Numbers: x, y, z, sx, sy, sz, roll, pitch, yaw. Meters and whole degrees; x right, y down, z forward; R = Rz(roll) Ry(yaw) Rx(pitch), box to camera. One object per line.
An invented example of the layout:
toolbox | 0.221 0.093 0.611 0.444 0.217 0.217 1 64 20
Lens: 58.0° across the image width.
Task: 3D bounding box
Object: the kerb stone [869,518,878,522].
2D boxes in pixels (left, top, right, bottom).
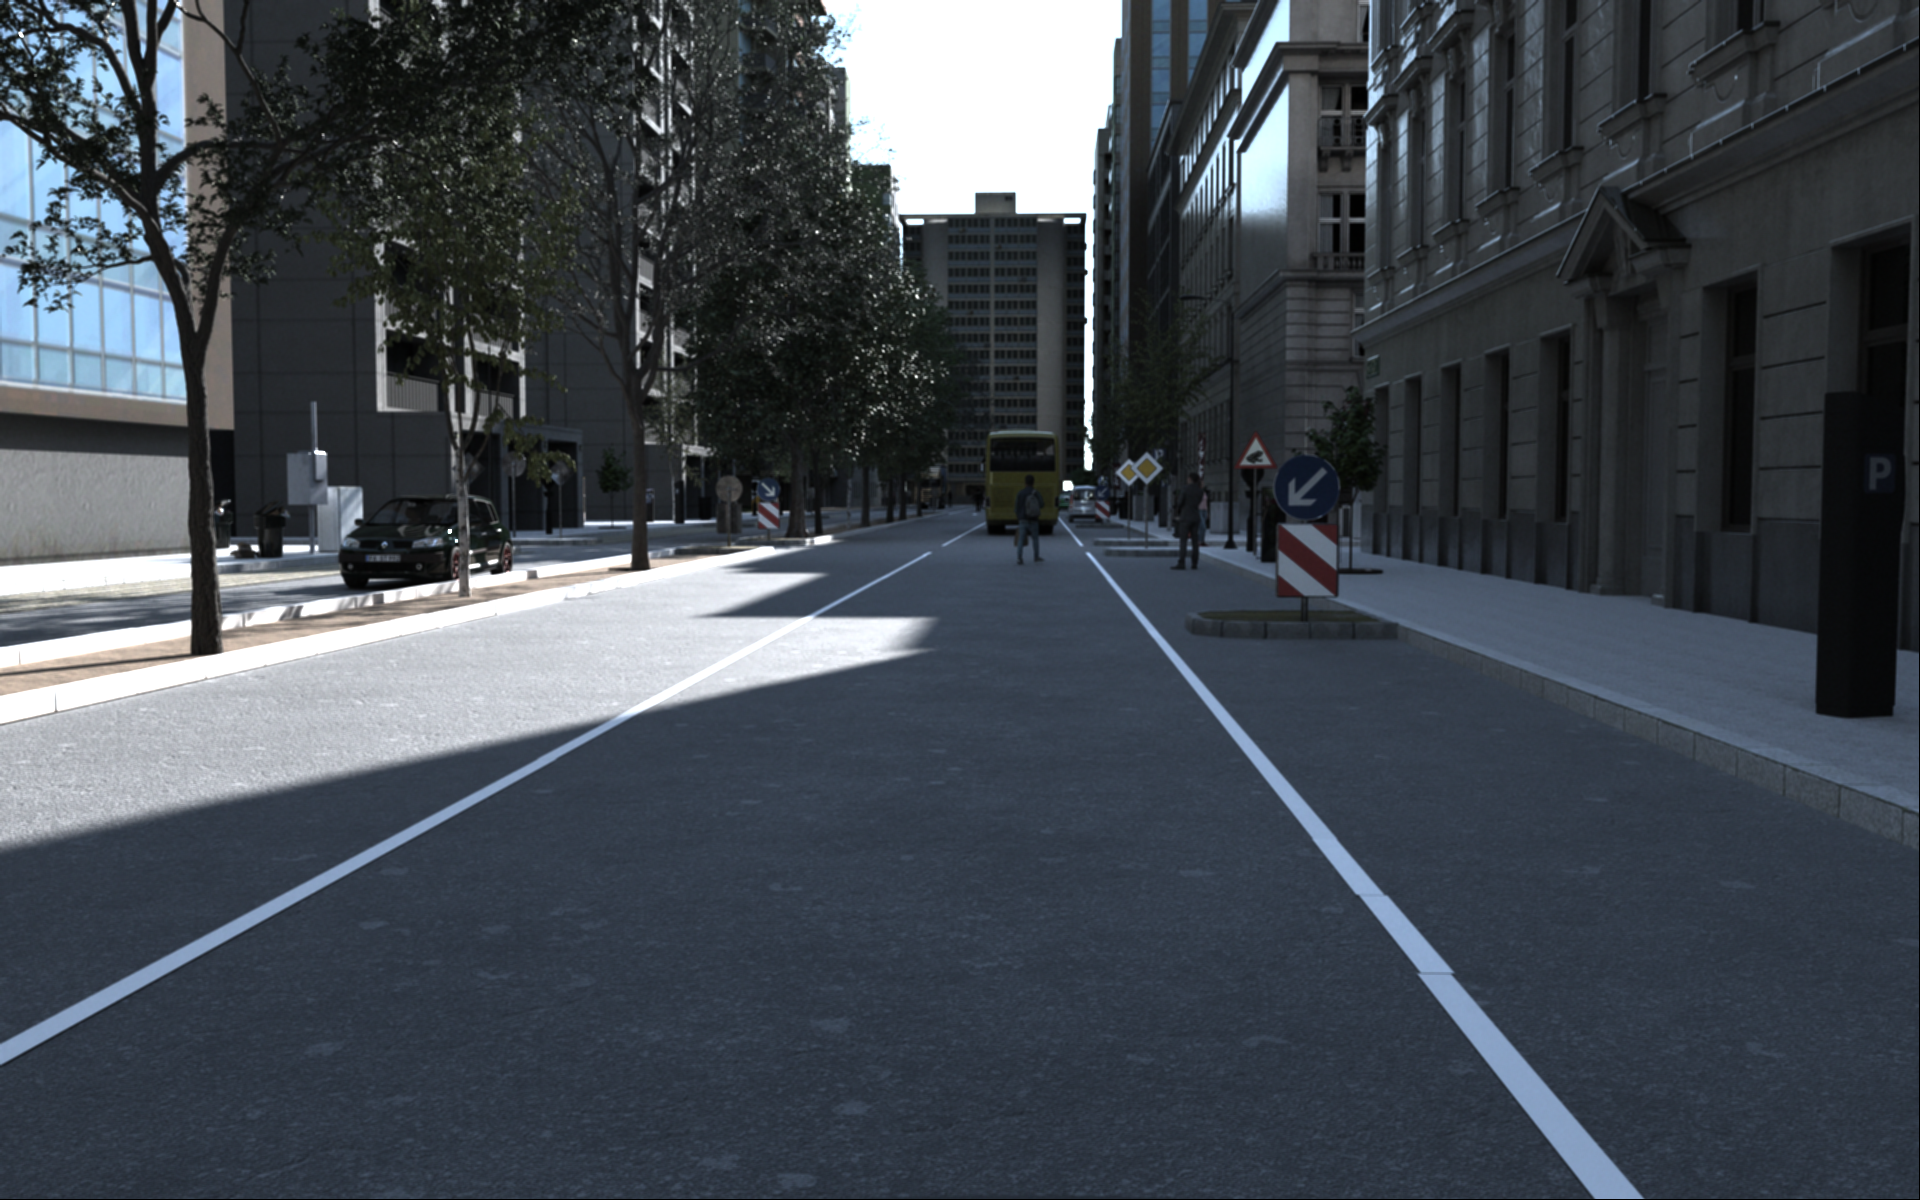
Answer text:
kerb stone | -4.492 -4.163 90.333 0.120 0.150 1.000 0 4 3

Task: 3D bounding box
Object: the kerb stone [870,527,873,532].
kerb stone | -3.505 -2.659 65.670 0.120 0.150 1.000 0 4 3

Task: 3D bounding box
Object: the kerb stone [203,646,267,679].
kerb stone | -5.868 0.508 13.908 0.120 0.150 1.000 0 4 3

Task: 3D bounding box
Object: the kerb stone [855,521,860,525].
kerb stone | -4.908 -3.605 81.136 0.120 0.150 1.000 0 4 3

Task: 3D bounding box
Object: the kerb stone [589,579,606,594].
kerb stone | -5.359 -0.176 25.151 0.120 0.150 1.000 0 4 3

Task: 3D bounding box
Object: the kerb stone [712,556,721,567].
kerb stone | -4.943 -0.746 34.387 0.120 0.150 1.000 0 4 3

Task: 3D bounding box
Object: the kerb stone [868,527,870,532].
kerb stone | -3.556 -2.596 64.647 0.120 0.150 1.000 0 4 3

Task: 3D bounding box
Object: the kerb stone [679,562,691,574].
kerb stone | -5.070 -0.557 31.312 0.120 0.150 1.000 0 4 3

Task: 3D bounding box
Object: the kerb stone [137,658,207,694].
kerb stone | -5.919 0.572 12.887 0.120 0.150 1.000 0 4 3

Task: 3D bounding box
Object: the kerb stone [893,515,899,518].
kerb stone | -3.849 -5.041 104.669 0.120 0.150 1.000 0 4 3

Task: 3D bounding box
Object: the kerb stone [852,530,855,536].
kerb stone | -3.793 -2.282 59.508 0.120 0.150 1.000 0 4 3

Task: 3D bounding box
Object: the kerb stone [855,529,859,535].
kerb stone | -3.747 -2.342 60.534 0.120 0.150 1.000 0 4 3

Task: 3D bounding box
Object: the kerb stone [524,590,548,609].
kerb stone | -5.489 0.007 22.084 0.120 0.150 1.000 0 4 3

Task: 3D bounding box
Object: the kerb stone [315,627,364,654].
kerb stone | -5.773 0.382 15.956 0.120 0.150 1.000 0 4 3

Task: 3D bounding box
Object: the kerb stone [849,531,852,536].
kerb stone | -3.842 -2.219 58.481 0.120 0.150 1.000 0 4 3

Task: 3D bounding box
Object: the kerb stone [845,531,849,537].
kerb stone | -3.882 -2.154 57.455 0.120 0.150 1.000 0 4 3

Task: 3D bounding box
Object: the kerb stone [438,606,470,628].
kerb stone | -5.637 0.200 19.022 0.120 0.150 1.000 0 4 3

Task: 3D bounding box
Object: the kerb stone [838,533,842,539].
kerb stone | -3.980 -2.032 55.413 0.120 0.150 1.000 0 4 3

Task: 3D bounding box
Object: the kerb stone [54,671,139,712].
kerb stone | -5.962 0.632 11.866 0.120 0.150 1.000 0 4 3

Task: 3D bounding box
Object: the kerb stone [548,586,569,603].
kerb stone | -5.442 -0.056 23.105 0.120 0.150 1.000 0 4 3

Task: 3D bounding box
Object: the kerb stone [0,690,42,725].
kerb stone | -6.014 0.694 10.845 0.120 0.150 1.000 0 4 3

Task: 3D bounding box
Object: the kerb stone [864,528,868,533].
kerb stone | -3.600 -2.534 63.625 0.120 0.150 1.000 0 4 3

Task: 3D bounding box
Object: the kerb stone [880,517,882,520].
kerb stone | -4.397 -4.291 92.383 0.120 0.150 1.000 0 4 3

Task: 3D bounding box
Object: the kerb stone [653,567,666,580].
kerb stone | -5.172 -0.432 29.252 0.120 0.150 1.000 0 4 3

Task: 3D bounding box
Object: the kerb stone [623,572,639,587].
kerb stone | -5.252 -0.306 27.195 0.120 0.150 1.000 0 4 3

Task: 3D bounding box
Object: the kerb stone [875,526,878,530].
kerb stone | -3.414 -2.781 67.720 0.120 0.150 1.000 0 4 3

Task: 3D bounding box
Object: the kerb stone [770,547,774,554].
kerb stone | -4.609 -1.184 41.553 0.120 0.150 1.000 0 4 3

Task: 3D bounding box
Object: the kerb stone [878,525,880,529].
kerb stone | -3.380 -2.847 68.741 0.120 0.150 1.000 0 4 3

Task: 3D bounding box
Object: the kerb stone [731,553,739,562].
kerb stone | -4.839 -0.869 36.435 0.120 0.150 1.000 0 4 3

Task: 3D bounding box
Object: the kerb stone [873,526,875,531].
kerb stone | -3.466 -2.722 66.693 0.120 0.150 1.000 0 4 3

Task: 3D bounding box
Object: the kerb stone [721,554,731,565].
kerb stone | -4.886 -0.808 35.409 0.120 0.150 1.000 0 4 3

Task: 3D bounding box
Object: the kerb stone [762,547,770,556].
kerb stone | -4.653 -1.121 40.532 0.120 0.150 1.000 0 4 3

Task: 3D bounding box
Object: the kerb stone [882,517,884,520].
kerb stone | -4.362 -4.354 93.408 0.120 0.150 1.000 0 4 3

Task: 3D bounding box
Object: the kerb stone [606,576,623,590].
kerb stone | -5.307 -0.243 26.171 0.120 0.150 1.000 0 4 3

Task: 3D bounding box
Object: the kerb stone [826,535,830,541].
kerb stone | -4.120 -1.843 52.328 0.120 0.150 1.000 0 4 3

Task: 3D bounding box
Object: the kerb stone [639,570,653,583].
kerb stone | -5.222 -0.368 28.224 0.120 0.150 1.000 0 4 3

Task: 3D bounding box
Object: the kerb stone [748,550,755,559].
kerb stone | -4.753 -0.992 38.481 0.120 0.150 1.000 0 4 3

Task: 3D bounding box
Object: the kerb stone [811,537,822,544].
kerb stone | -4.201 -1.717 50.282 0.120 0.150 1.000 0 4 3

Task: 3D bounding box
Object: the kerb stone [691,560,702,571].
kerb stone | -5.028 -0.618 32.334 0.120 0.150 1.000 0 4 3

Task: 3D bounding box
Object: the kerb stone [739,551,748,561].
kerb stone | -4.791 -0.934 37.460 0.120 0.150 1.000 0 4 3

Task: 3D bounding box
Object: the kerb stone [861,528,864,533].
kerb stone | -3.656 -2.471 62.589 0.120 0.150 1.000 0 4 3

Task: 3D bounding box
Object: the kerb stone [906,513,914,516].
kerb stone | -3.327 -5.728 115.918 0.120 0.150 1.000 0 4 3

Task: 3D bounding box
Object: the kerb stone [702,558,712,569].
kerb stone | -4.984 -0.683 33.360 0.120 0.150 1.000 0 4 3

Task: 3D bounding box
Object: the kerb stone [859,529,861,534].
kerb stone | -3.702 -2.407 61.555 0.120 0.150 1.000 0 4 3

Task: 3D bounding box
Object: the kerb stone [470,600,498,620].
kerb stone | -5.594 0.138 20.043 0.120 0.150 1.000 0 4 3

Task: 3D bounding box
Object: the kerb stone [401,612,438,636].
kerb stone | -5.684 0.257 17.998 0.120 0.150 1.000 0 4 3

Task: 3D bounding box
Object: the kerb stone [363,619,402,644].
kerb stone | -5.735 0.323 16.977 0.120 0.150 1.000 0 4 3

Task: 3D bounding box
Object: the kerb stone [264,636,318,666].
kerb stone | -5.820 0.445 14.929 0.120 0.150 1.000 0 4 3

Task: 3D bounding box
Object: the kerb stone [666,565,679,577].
kerb stone | -5.116 -0.494 30.275 0.120 0.150 1.000 0 4 3

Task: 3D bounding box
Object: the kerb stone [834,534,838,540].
kerb stone | -4.026 -1.967 54.387 0.120 0.150 1.000 0 4 3

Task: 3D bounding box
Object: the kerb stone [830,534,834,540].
kerb stone | -4.074 -1.901 53.363 0.120 0.150 1.000 0 4 3

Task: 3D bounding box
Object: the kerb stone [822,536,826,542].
kerb stone | -4.169 -1.780 51.305 0.120 0.150 1.000 0 4 3

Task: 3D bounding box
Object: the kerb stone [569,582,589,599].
kerb stone | -5.398 -0.118 24.127 0.120 0.150 1.000 0 4 3

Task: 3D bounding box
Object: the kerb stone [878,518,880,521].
kerb stone | -4.446 -4.230 91.362 0.120 0.150 1.000 0 4 3

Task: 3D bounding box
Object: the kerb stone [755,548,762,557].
kerb stone | -4.706 -1.055 39.506 0.120 0.150 1.000 0 4 3

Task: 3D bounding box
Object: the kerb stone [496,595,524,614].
kerb stone | -5.537 0.069 21.063 0.120 0.150 1.000 0 4 3

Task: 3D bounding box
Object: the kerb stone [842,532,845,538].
kerb stone | -3.930 -2.085 56.434 0.120 0.150 1.000 0 4 3
